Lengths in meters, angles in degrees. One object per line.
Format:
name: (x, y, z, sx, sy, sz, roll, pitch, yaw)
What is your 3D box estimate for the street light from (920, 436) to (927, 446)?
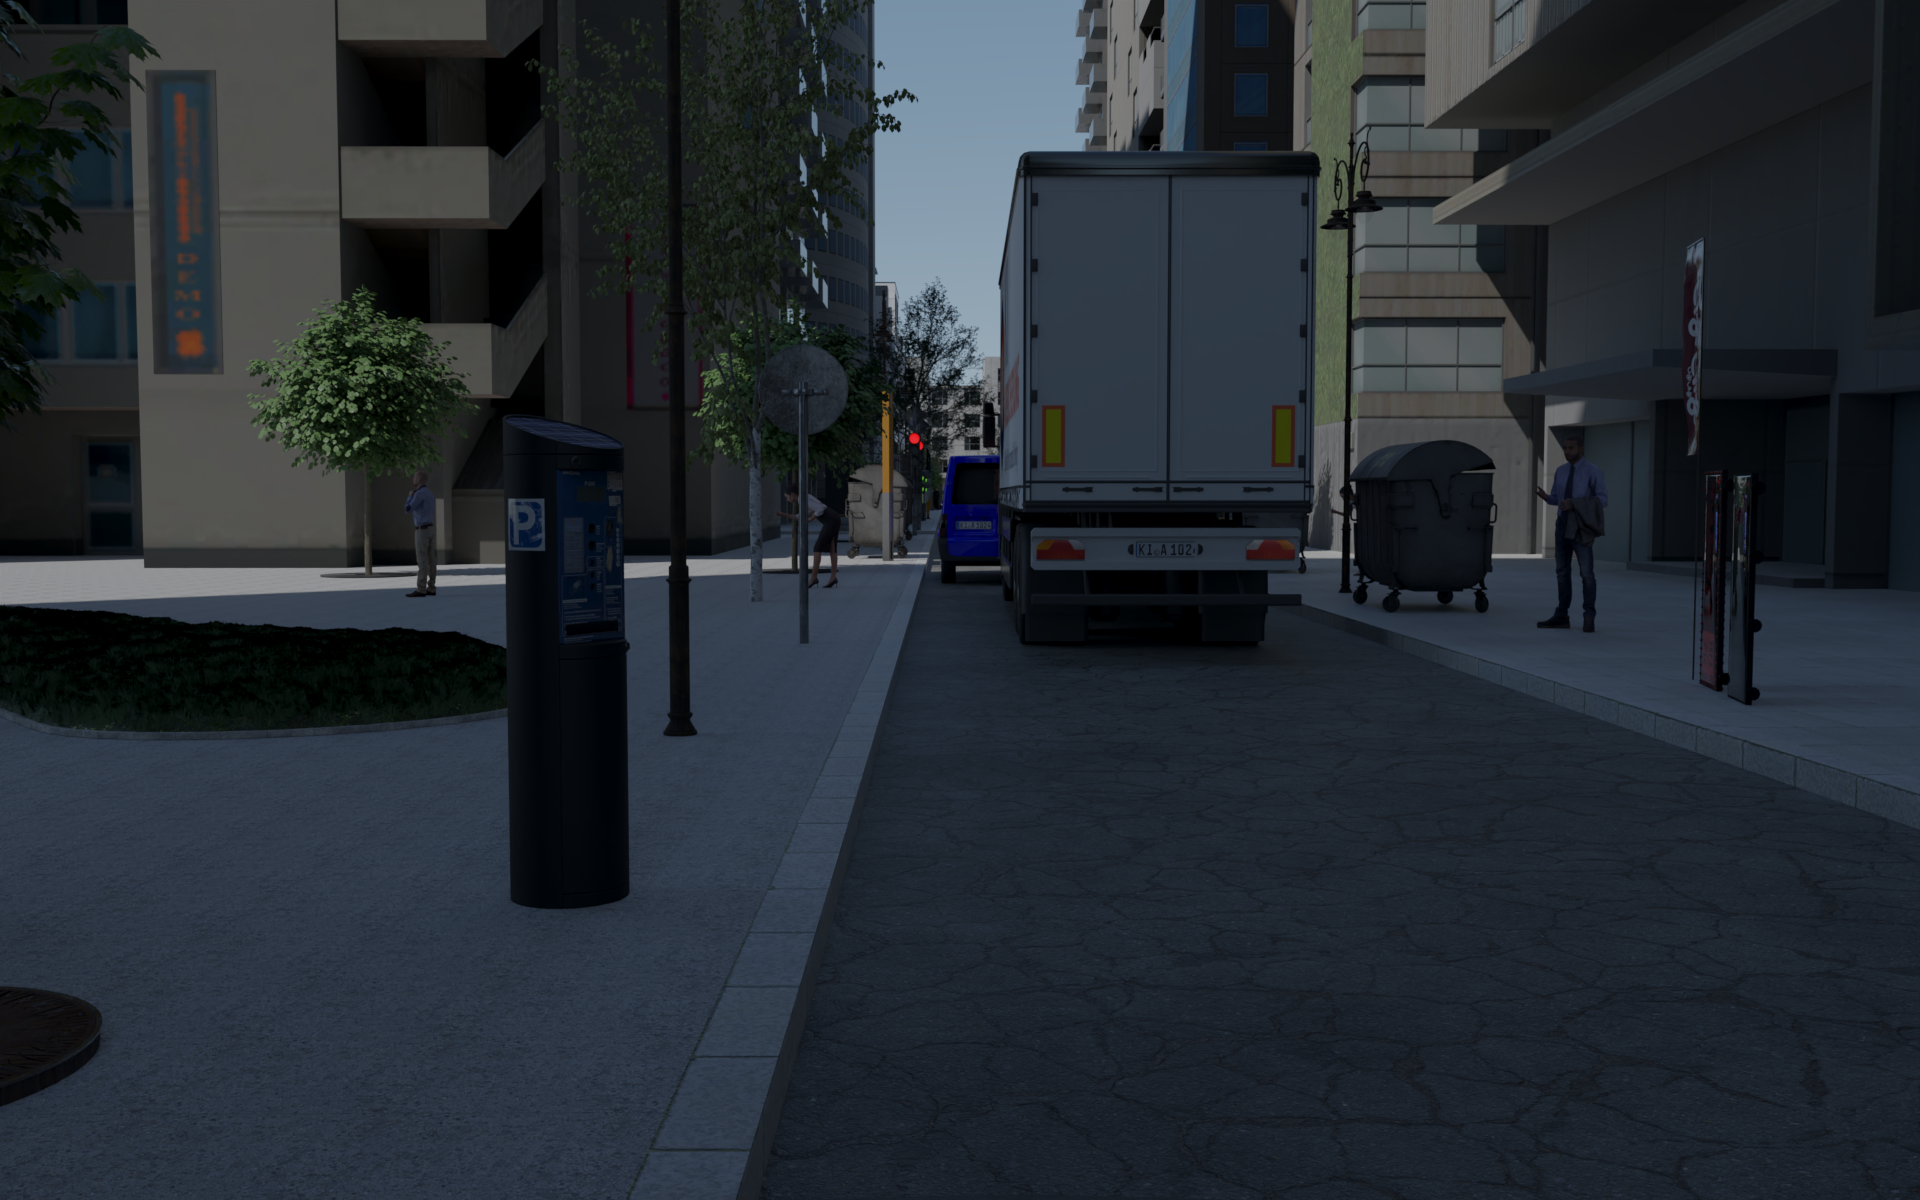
street light: (-2.111, -7.288, 91.945, 0.468, 5.910, 1.993, 0, 4, 0)

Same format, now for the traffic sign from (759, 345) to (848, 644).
traffic sign: (-1.339, -0.899, 14.805, 0.768, 2.556, 0.104, 0, 4, 2)

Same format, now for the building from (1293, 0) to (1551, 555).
building: (15.401, -21.954, 42.544, 14.154, 41.232, 14.086, 0, 4, 0)

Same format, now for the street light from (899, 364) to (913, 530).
street light: (-1.929, -5.434, 61.632, 0.468, 5.910, 1.993, 0, 4, 0)

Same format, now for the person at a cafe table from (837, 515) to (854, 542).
person at a cafe table: (-2.854, -2.176, 46.436, 1.726, 1.238, 1.698, 0, 4, -4)

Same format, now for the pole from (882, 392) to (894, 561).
pole: (-1.377, -2.400, 33.091, 0.158, 3.312, 0.155, 0, 3, 0)

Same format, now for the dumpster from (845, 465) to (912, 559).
dumpster: (-1.667, -1.784, 34.929, 1.264, 1.857, 1.865, 0, 4, -1)

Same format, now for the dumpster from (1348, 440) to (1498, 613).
dumpster: (5.169, -0.834, 19.389, 1.264, 1.857, 1.865, 0, 4, -1)

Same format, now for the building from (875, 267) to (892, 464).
building: (-13.561, -17.500, 142.539, 16.016, 20.091, 11.380, 0, 4, 0)

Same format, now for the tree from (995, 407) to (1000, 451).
tree: (4.451, -10.763, 126.334, 4.737, 8.622, 4.395, 0, 3, 0)

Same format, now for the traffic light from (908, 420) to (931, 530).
traffic light: (-1.438, -4.425, 61.268, 0.839, 4.253, 0.868, 0, 4, 0)

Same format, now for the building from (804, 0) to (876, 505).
building: (-16.902, -35.271, 118.674, 21.231, 58.520, 28.212, 0, 4, 0)

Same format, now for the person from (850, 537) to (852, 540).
person: (-2.866, -1.941, 48.258, 0.381, 0.543, 0.357, 2, 4, 25)

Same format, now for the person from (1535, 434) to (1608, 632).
person: (5.679, -0.631, 16.234, 0.599, 1.838, 0.709, -2, 4, -34)

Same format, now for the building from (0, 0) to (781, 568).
building: (-15.695, -25.388, 38.797, 21.600, 48.544, 21.300, 0, 4, 0)

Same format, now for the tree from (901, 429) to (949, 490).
tree: (-3.640, -15.019, 195.927, 4.360, 8.622, 3.978, 0, 3, 0)

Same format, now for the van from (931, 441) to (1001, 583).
van: (0.605, -1.532, 29.425, 2.240, 2.365, 5.245, 0, 4, 0)

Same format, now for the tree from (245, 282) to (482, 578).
tree: (-9.165, -2.641, 26.895, 4.285, 4.588, 4.351, 0, 3, 0)

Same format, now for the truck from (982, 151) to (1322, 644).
truck: (1.721, -1.888, 19.789, 2.839, 4.237, 11.283, 0, 4, 0)

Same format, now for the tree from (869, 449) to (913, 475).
tree: (-2.713, -4.296, 64.845, 1.663, 3.219, 1.824, 0, 3, 0)

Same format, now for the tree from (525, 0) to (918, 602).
tree: (-2.671, -4.284, 20.402, 4.737, 8.622, 4.395, 0, 3, 0)

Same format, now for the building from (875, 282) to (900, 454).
building: (-20.155, -19.611, 164.619, 27.936, 21.610, 32.646, 0, 4, 0)

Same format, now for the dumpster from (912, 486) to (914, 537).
dumpster: (-1.938, -2.609, 48.413, 1.264, 1.857, 1.865, 0, 4, -1)

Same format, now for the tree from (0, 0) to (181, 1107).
tree: (-2.526, -0.566, 3.863, 1.663, 3.219, 1.824, 0, 3, 0)

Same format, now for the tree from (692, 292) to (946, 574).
tree: (-2.686, -2.727, 28.302, 4.285, 4.588, 4.351, 0, 3, 0)

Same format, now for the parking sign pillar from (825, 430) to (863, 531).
parking sign pillar: (-4.076, -4.425, 60.820, 1.447, 3.967, 1.447, 0, 4, 1)

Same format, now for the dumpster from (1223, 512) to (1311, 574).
dumpster: (5.045, -1.394, 28.557, 1.264, 1.857, 1.865, 0, 4, 0)

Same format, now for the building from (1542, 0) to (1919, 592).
building: (22.869, -26.412, 21.071, 28.713, 52.752, 27.495, 0, 4, 0)

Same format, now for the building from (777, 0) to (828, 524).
building: (-17.664, -28.016, 77.670, 23.786, 49.044, 30.456, 0, 4, 0)

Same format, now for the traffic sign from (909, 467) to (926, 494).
traffic sign: (-1.735, -4.153, 68.000, 0.768, 2.556, 0.104, 0, 4, 6)

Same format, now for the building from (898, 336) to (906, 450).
building: (-13.832, -20.200, 186.686, 16.016, 20.091, 11.380, 0, 4, 0)

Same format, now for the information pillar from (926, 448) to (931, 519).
information pillar: (-1.614, -5.962, 88.828, 0.183, 3.616, 0.504, 1, 4, 17)

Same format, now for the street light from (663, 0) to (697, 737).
street light: (-1.492, -2.219, 9.064, 0.468, 5.910, 1.993, 0, 4, 0)

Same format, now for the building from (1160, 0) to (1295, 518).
building: (16.041, -25.702, 70.345, 14.200, 45.320, 14.600, 0, 4, 0)

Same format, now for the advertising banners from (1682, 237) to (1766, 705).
advertising banners: (4.968, -0.928, 11.356, 0.090, 3.025, 2.074, 1, 4, 11)

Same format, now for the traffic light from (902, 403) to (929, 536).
traffic light: (-1.376, -3.937, 53.283, 0.839, 4.253, 0.868, 0, 4, 0)

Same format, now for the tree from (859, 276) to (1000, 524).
tree: (-1.735, -8.518, 73.675, 7.601, 10.594, 8.767, 0, 4, -1)

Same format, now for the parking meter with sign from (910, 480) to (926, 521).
parking meter with sign: (-2.048, -5.256, 82.194, 0.543, 3.016, 1.738, 1, 4, 16)

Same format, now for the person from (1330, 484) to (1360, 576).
person: (6.267, -1.098, 27.180, 0.628, 1.438, 0.799, 3, 5, 42)

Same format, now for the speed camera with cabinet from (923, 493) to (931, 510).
speed camera with cabinet: (-2.520, -8.470, 132.818, 0.660, 3.252, 2.038, 0, 4, 0)

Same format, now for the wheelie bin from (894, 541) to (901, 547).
wheelie bin: (-1.789, -2.072, 41.791, 0.693, 1.594, 0.980, 1, 4, 11)

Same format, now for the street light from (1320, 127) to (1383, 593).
street light: (5.007, -3.029, 22.318, 0.468, 5.910, 1.993, 0, 4, 0)

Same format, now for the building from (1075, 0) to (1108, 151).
building: (19.665, -30.623, 120.293, 23.786, 49.044, 30.456, 0, 4, 0)

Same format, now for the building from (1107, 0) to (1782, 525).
building: (22.342, -30.702, 91.217, 28.713, 52.752, 27.495, 0, 4, 0)

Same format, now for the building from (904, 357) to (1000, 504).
building: (3.123, -22.302, 231.102, 31.486, 18.905, 16.747, 0, 4, 0)

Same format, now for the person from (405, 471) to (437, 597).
person: (-6.753, -0.831, 21.694, 0.319, 1.574, 0.516, 1, 4, 13)

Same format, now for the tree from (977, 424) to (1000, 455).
tree: (3.760, -12.899, 161.255, 4.360, 8.622, 3.978, 0, 3, 0)

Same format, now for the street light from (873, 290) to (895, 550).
street light: (-1.716, -4.074, 39.395, 0.468, 5.910, 1.993, 0, 4, 0)

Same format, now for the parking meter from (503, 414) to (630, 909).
parking meter: (-1.245, 0.179, 5.487, 0.372, 1.533, 0.369, 0, 3, 0)

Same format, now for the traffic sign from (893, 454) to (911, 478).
traffic sign: (-1.543, -2.567, 44.106, 0.606, 2.300, 0.079, 1, 4, 8)

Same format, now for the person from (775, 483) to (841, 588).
person: (-2.031, -0.879, 23.600, 0.799, 1.438, 0.628, -2, 4, -35)
